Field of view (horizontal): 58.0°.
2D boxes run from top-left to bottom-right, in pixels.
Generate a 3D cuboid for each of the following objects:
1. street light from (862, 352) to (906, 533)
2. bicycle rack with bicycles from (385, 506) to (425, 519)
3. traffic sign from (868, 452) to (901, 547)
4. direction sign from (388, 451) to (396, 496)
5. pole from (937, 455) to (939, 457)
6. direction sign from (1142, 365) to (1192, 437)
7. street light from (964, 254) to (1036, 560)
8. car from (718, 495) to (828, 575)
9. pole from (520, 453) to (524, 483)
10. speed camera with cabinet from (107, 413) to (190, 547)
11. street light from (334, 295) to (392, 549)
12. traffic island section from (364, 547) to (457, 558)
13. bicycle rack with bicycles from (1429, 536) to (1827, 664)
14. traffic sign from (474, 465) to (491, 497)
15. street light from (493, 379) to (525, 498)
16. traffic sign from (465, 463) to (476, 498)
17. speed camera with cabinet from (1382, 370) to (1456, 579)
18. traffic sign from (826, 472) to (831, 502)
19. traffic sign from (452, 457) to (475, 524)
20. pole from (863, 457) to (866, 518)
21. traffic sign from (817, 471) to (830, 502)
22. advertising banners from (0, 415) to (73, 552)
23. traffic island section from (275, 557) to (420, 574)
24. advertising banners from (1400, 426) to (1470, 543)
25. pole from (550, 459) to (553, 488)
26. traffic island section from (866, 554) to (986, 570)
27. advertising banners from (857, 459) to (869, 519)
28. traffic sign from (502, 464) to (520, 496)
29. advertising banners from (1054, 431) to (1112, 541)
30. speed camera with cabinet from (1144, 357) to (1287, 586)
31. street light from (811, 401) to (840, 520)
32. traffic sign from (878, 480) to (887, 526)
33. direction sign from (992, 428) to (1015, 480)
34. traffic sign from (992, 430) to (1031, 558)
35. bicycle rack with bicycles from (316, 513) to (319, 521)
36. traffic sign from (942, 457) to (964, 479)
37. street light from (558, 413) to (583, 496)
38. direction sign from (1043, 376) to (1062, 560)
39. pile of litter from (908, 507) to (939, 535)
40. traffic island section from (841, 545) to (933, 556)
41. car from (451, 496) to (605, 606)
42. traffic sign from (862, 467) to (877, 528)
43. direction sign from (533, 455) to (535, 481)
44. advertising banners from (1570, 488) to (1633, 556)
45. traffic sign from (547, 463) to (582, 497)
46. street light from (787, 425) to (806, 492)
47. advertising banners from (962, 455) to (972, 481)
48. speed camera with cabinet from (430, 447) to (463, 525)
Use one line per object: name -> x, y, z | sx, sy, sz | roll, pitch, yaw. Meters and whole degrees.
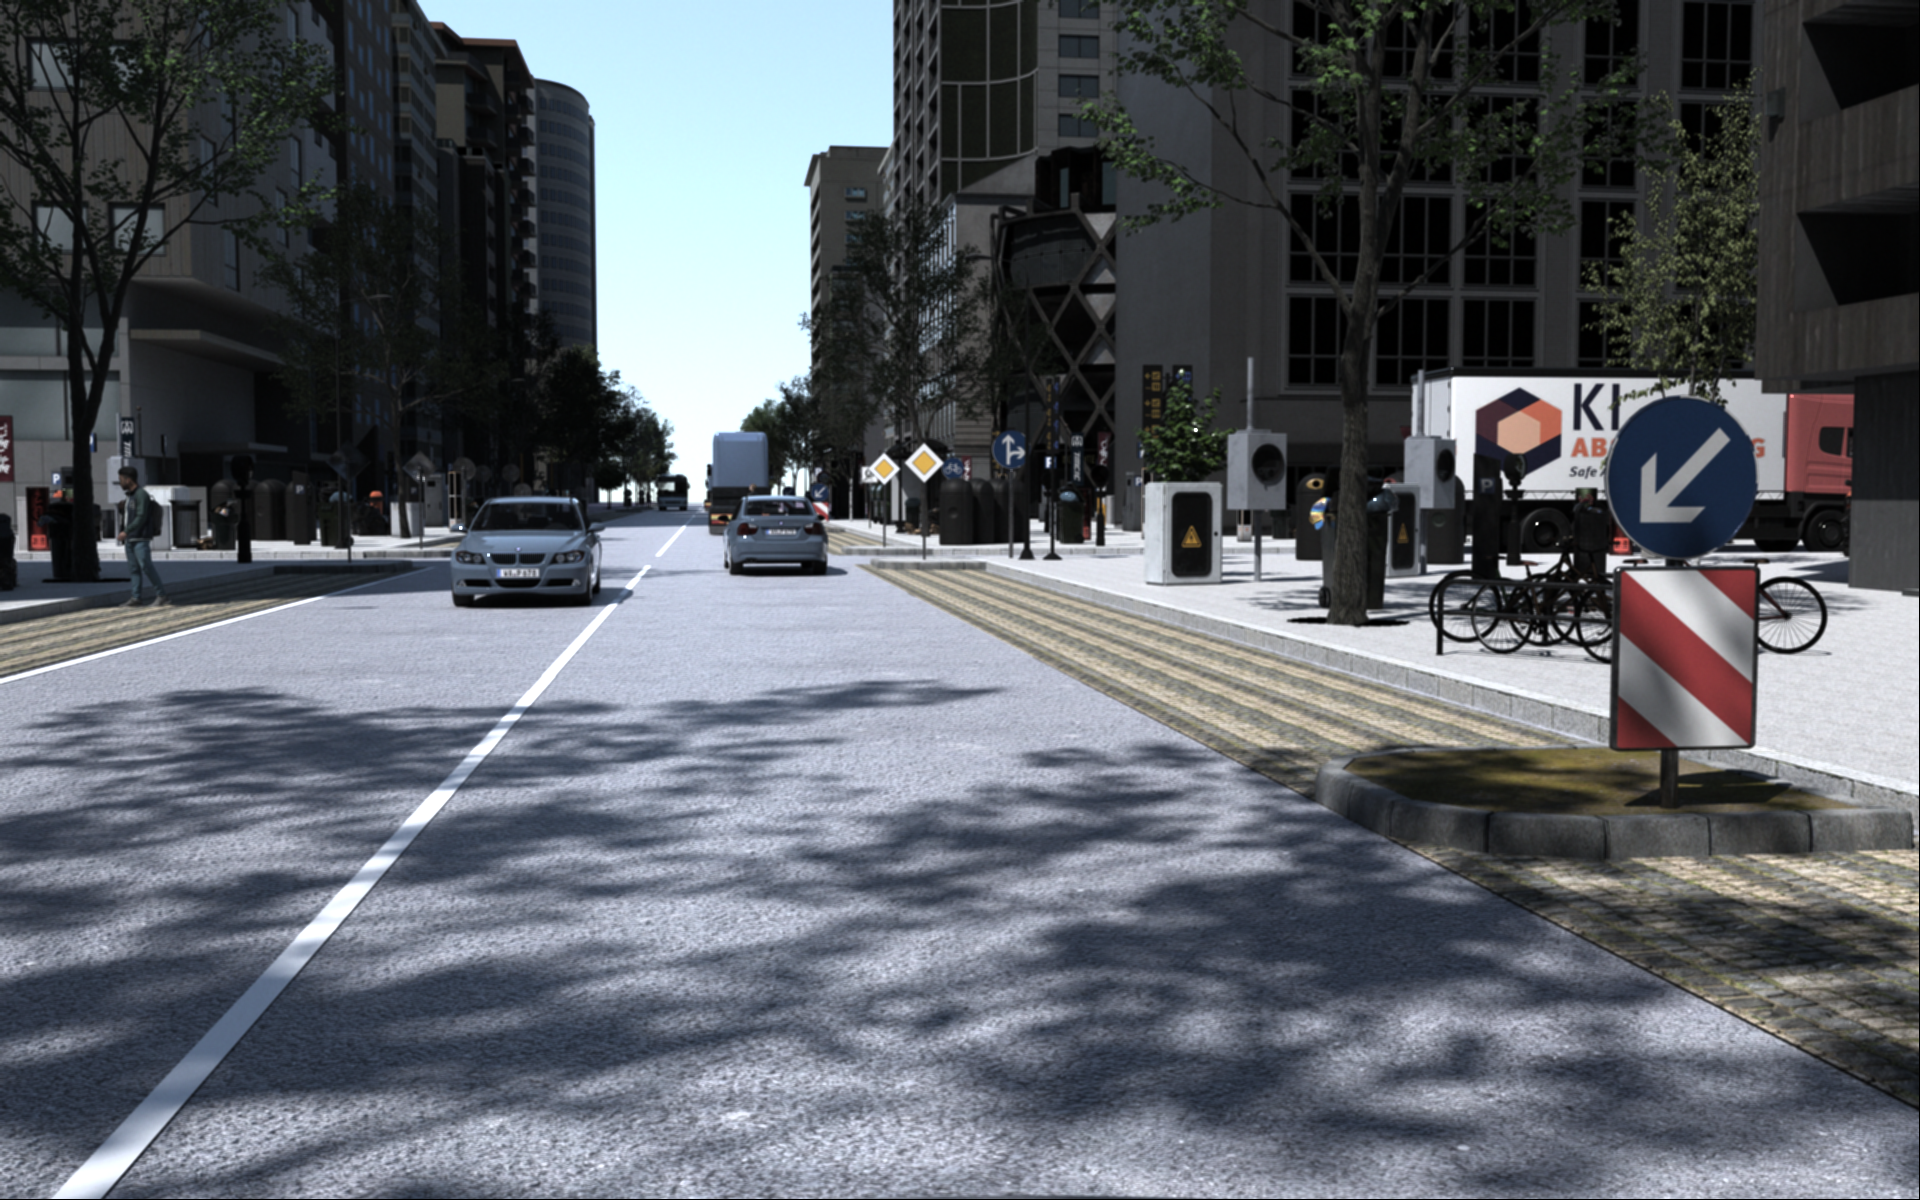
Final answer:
street light -> -2.497, -5.147, 56.700 | 1.470, 5.913, 1.316 | 0, 4, -8
bicycle rack with bicycles -> -27.923, -4.538, 87.584 | 2.925, 0.926, 2.852 | -1, 4, -12
traffic sign -> -1.824, -2.326, 41.669 | 0.795, 2.450, 0.064 | 0, 4, -8
direction sign -> -30.206, -6.124, 92.124 | 0.379, 3.537, 0.876 | 0, 4, 5
pole -> -1.006, -5.284, 80.241 | 0.158, 3.312, 0.155 | 0, 3, 0
direction sign -> 3.638, -2.352, 30.456 | 0.876, 3.537, 0.379 | 0, 4, -4
street light -> 0.776, -3.742, 33.720 | 1.470, 5.913, 1.316 | 0, 4, -8
car -> -3.460, -1.230, 32.117 | 2.014, 1.417, 4.499 | -1, 4, -10
pole -> -21.747, -5.635, 85.982 | 0.158, 3.312, 0.155 | 0, 3, 0
speed camera with cabinet -> -19.856, -2.939, 42.387 | 2.038, 3.252, 0.660 | 1, 4, 19
street light -> -13.945, -4.156, 40.486 | 1.470, 5.913, 1.316 | 0, 4, -8
traffic island section -> -12.536, -1.098, 40.234 | 2.009, 0.180, 2.903 | 0, 4, -8
bicycle rack with bicycles -> 5.050, -0.036, 13.972 | 2.852, 0.926, 2.925 | -3, 5, -43
traffic sign -> -20.895, -4.630, 75.802 | 0.768, 2.556, 0.104 | 0, 4, -6
street light -> -18.235, -5.956, 69.914 | 1.470, 5.913, 1.316 | 0, 4, -8
traffic sign -> -18.111, -3.872, 63.421 | 0.768, 2.556, 0.104 | 0, 4, 2
speed camera with cabinet -> 6.982, -1.999, 27.027 | 2.038, 3.252, 0.660 | -3, 5, -45
traffic sign -> -7.748, -6.149, 100.634 | 0.768, 2.556, 0.104 | 0, 4, -6
traffic sign -> -17.281, -3.681, 60.298 | 0.768, 2.556, 0.104 | 0, 4, -3
pole -> -5.225, -6.133, 94.115 | 0.158, 3.312, 0.155 | 0, 3, 0
traffic sign -> -7.507, -5.845, 95.669 | 0.768, 2.556, 0.104 | 0, 4, 0
advertising banners -> -20.550, -2.596, 38.631 | 2.074, 3.025, 0.090 | 0, 4, -5
traffic island section -> -11.412, -0.615, 32.328 | 2.009, 0.180, 2.903 | 0, 4, -8
advertising banners -> 12.311, -2.980, 44.912 | 2.074, 3.025, 0.090 | -1, 4, -16
pole -> -23.404, -6.453, 99.343 | 0.158, 3.312, 0.155 | 0, 3, 0
traffic island section -> -0.678, -0.707, 33.844 | 2.009, 0.180, 2.903 | 0, 4, -8
advertising banners -> -4.525, -5.602, 87.775 | 0.090, 3.025, 2.074 | 3, 4, 39
traffic sign -> -19.016, -4.480, 73.353 | 0.768, 2.556, 0.104 | 0, 4, -4
advertising banners -> 3.413, -3.167, 47.961 | 2.074, 3.025, 0.090 | -3, 4, -36
speed camera with cabinet -> 3.657, -1.859, 24.723 | 2.038, 3.252, 0.660 | -2, 4, -23
street light -> -6.714, -6.967, 86.455 | 1.470, 5.913, 1.316 | 0, 4, -8
traffic sign -> -2.964, -4.226, 69.093 | 0.884, 2.594, 0.081 | 0, 4, -1
direction sign -> 1.480, -4.111, 59.208 | 0.876, 3.537, 0.379 | 2, 4, 27
traffic sign -> 1.025, -2.112, 34.644 | 0.768, 2.556, 0.104 | 0, 4, -3
bicycle rack with bicycles -> -24.001, -2.934, 61.358 | 2.852, 0.926, 2.925 | 0, 4, 8
traffic sign -> -0.240, -3.668, 60.078 | 0.768, 2.556, 0.104 | 0, 4, 1
street light -> -22.445, -7.756, 99.353 | 1.470, 5.913, 1.316 | 0, 4, -8
direction sign -> 1.808, -2.555, 33.765 | 0.379, 3.537, 0.876 | -1, 4, -12
pile of litter -> -0.955, -2.522, 55.198 | 1.176, 0.858, 1.719 | -2, 4, -35
traffic island section -> -1.802, -1.191, 41.750 | 2.009, 0.180, 2.903 | 0, 4, -8
car -> -5.866, -0.717, 23.734 | 2.014, 1.417, 4.499 | -1, 4, -9
traffic sign -> -3.370, -3.831, 64.772 | 0.606, 2.300, 0.079 | 0, 4, -1
direction sign -> -25.033, -6.698, 101.506 | 0.379, 3.537, 0.876 | -2, 4, -29
advertising banners -> 13.779, -2.440, 36.082 | 2.074, 3.025, 0.090 | 3, 5, 40
traffic sign -> -25.891, -7.305, 113.316 | 2.265, 3.308, 0.079 | 0, 4, -3
street light -> -10.880, -8.768, 115.901 | 1.470, 5.913, 1.316 | 0, 4, -8
advertising banners -> 0.954, -4.992, 77.803 | 2.074, 3.025, 0.090 | 2, 4, 32
speed camera with cabinet -> -21.488, -4.766, 72.258 | 2.038, 3.252, 0.660 | 3, 5, 42
